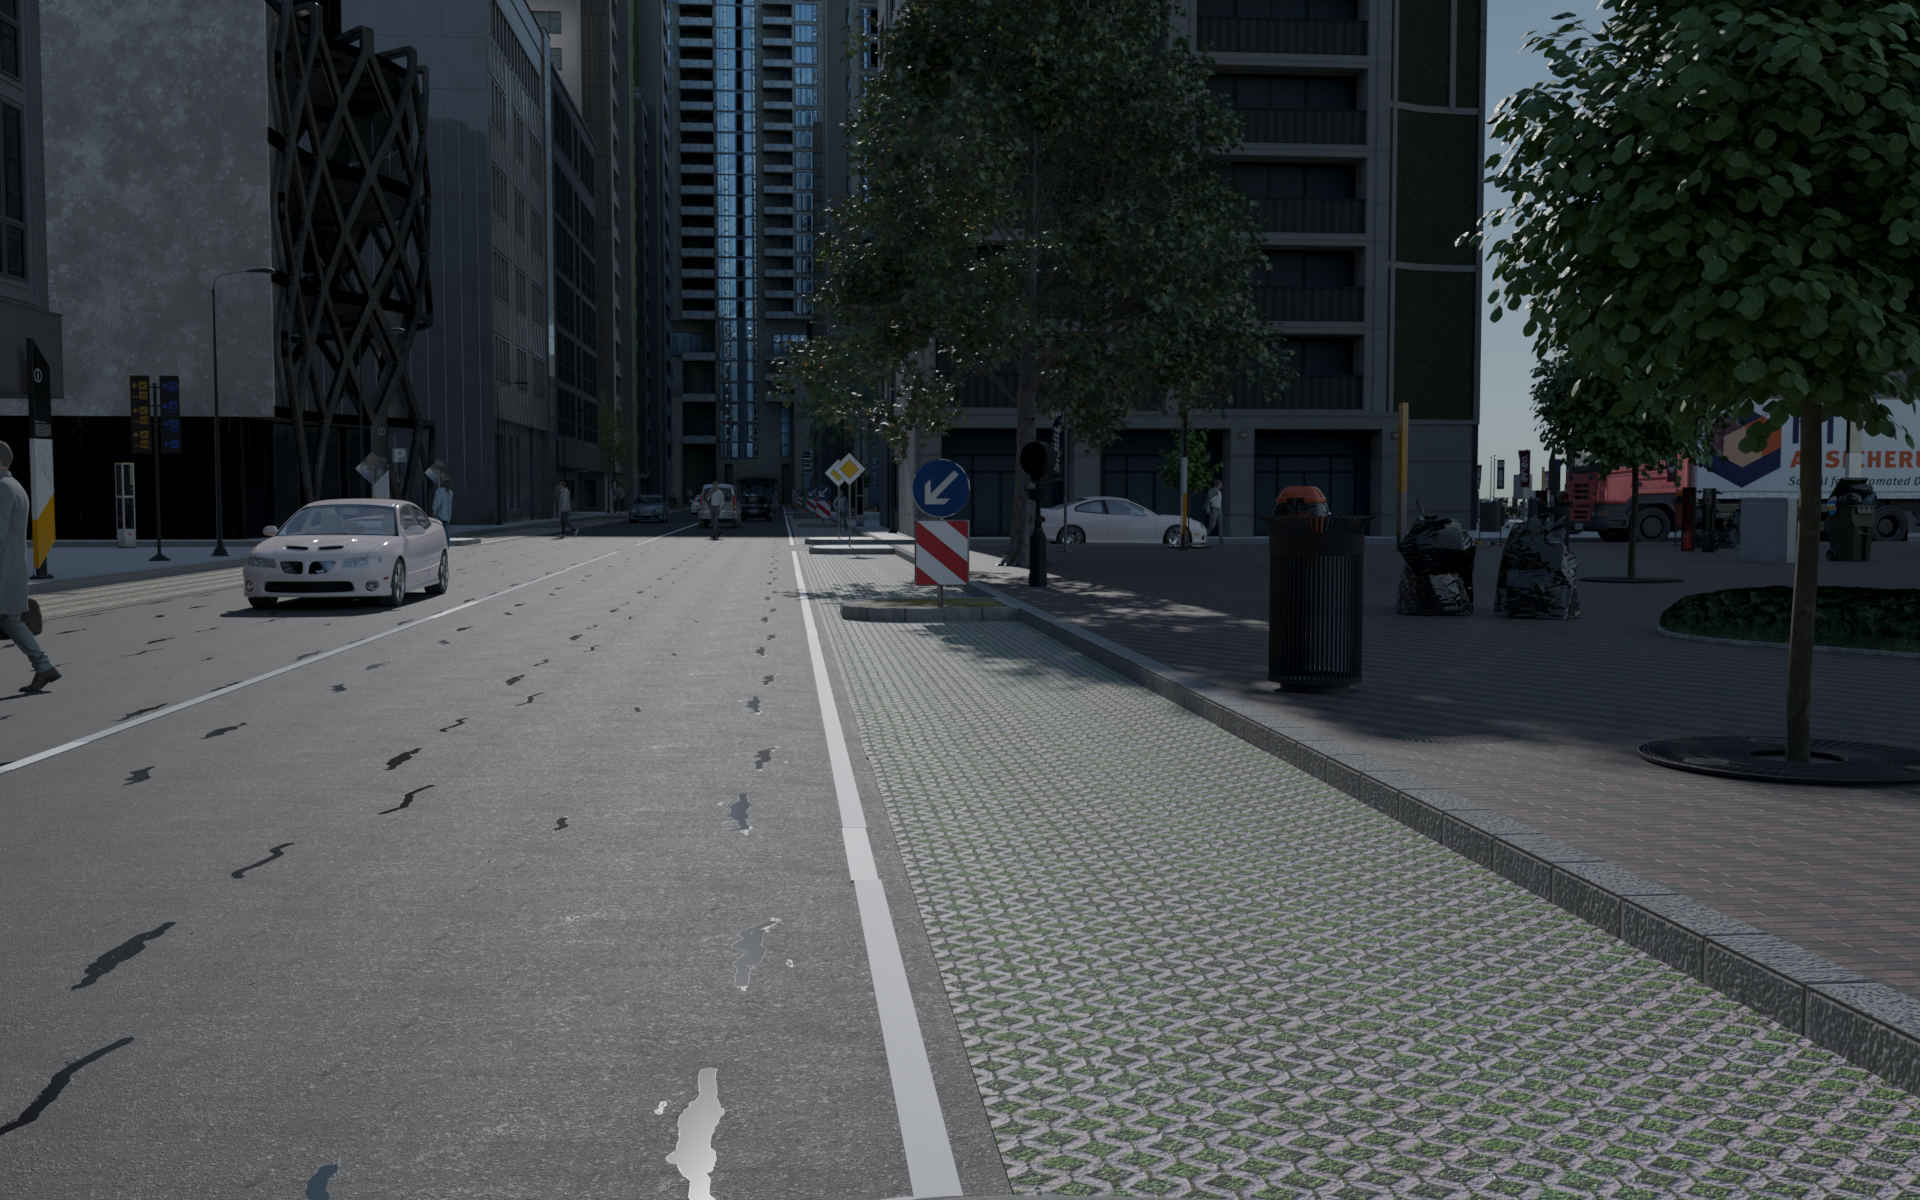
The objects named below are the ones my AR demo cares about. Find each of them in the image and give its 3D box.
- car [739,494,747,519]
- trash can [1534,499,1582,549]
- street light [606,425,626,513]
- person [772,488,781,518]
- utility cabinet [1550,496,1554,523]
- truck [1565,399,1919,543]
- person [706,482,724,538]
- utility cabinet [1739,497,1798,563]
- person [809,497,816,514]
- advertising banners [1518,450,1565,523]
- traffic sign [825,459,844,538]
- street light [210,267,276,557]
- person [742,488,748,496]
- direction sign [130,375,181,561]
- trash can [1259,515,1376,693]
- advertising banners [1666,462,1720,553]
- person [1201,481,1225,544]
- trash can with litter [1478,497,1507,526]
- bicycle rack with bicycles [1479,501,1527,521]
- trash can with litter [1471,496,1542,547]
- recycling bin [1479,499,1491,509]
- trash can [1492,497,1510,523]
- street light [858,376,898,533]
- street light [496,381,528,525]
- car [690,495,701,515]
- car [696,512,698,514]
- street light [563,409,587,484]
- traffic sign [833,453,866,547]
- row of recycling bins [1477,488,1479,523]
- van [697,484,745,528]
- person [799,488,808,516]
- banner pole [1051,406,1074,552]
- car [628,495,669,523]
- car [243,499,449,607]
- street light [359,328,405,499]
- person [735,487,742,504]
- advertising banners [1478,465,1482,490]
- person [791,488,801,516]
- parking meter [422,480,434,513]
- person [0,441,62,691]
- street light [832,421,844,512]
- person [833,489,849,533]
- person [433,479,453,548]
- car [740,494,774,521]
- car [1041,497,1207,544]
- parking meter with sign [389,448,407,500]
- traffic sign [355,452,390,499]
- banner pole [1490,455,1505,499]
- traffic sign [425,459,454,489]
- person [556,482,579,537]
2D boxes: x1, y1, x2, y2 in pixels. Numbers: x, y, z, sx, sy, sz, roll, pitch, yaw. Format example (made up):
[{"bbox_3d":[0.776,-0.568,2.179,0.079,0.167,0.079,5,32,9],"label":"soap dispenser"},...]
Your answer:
[{"bbox_3d":[-13.062,-5.472,99.252,2.009,1.686,4.222,0,4,-7],"label":"car"},{"bbox_3d":[11.908,-1.413,34.758,0.748,1.137,0.748,0,3,0],"label":"trash can"},{"bbox_3d":[-23.213,-8.835,116.987,1.470,5.913,1.316,0,4,-6],"label":"street light"},{"bbox_3d":[-10.840,-5.739,102.423,0.778,1.811,0.616,2,4,35],"label":"person"},{"bbox_3d":[24.084,-3.544,69.114,0.306,1.237,1.020,-3,5,-40],"label":"utility cabinet"},{"bbox_3d":[22.161,-3.640,48.426,11.283,4.237,2.839,0,4,-4],"label":"truck"},{"bbox_3d":[-8.003,-2.933,56.556,0.679,1.850,0.850,2,4,23],"label":"person"},{"bbox_3d":[15.327,-1.326,32.843,0.306,1.237,1.020,-2,4,-28],"label":"utility cabinet"},{"bbox_3d":[-10.741,-7.091,125.902,0.593,1.643,0.415,-1,4,-13],"label":"person"},{"bbox_3d":[22.908,-4.400,68.122,2.074,3.025,0.090,3,5,43],"label":"advertising banners"},{"bbox_3d":[-3.509,-2.837,50.028,0.795,2.450,0.064,0,4,-6],"label":"traffic sign"},{"bbox_3d":[-14.723,-3.857,35.602,1.470,5.913,1.316,0,4,-6],"label":"street light"},{"bbox_3d":[-13.151,-5.920,105.481,0.721,1.800,0.419,2,4,33],"label":"person"},{"bbox_3d":[-15.381,-2.518,33.173,0.876,3.537,0.379,-1,4,-9],"label":"direction sign"},{"bbox_3d":[2.327,0.020,11.327,0.748,1.137,0.748,0,3,0],"label":"trash can"},{"bbox_3d":[16.352,-2.605,38.783,0.090,3.025,2.074,-1,4,-10],"label":"advertising banners"},{"bbox_3d":[6.973,-2.379,47.502,0.850,1.850,0.679,2,4,32],"label":"person"},{"bbox_3d":[21.149,-3.510,68.779,1.055,1.170,0.624,2,4,34],"label":"trash can with litter"},{"bbox_3d":[26.850,-4.314,83.914,2.852,0.926,2.925,-1,4,-14],"label":"bicycle rack with bicycles"},{"bbox_3d":[13.433,-1.929,42.595,2.233,1.210,1.678,2,4,25],"label":"trash can with litter"},{"bbox_3d":[28.335,-4.991,94.160,0.722,1.027,0.722,-3,4,-36],"label":"recycling bin"},{"bbox_3d":[23.851,-3.959,76.391,0.748,1.137,0.748,0,3,0],"label":"trash can"},{"bbox_3d":[-2.728,-5.132,56.450,1.470,5.913,1.316,0,4,-6],"label":"street light"},{"bbox_3d":[-18.465,-6.042,71.331,1.470,5.913,1.316,0,4,-6],"label":"street light"},{"bbox_3d":[-17.923,-6.691,121.764,2.083,1.381,4.827,0,4,-8],"label":"car"},{"bbox_3d":[-18.701,-7.089,128.481,1.945,1.354,3.894,0,4,-5],"label":"car"},{"bbox_3d":[-20.970,-7.442,94.213,1.470,5.913,1.316,0,4,-6],"label":"street light"},{"bbox_3d":[-2.688,-2.351,42.085,0.795,2.450,0.064,0,4,-6],"label":"traffic sign"},{"bbox_3d":[21.826,-4.335,77.986,1.069,1.692,3.534,-3,4,-36],"label":"row of recycling bins"},{"bbox_3d":[-10.230,-4.091,73.893,2.013,2.044,4.112,0,4,-5],"label":"van"},{"bbox_3d":[-9.956,-6.253,110.986,0.529,1.795,0.600,-3,4,-36],"label":"person"},{"bbox_3d":[2.228,-2.963,38.467,0.401,3.779,0.863,-2,4,-27],"label":"banner pole"},{"bbox_3d":[-15.615,-4.588,87.010,2.014,1.417,4.499,0,4,-6],"label":"car"},{"bbox_3d":[-8.204,-0.681,23.497,2.083,1.381,4.827,0,4,-5],"label":"car"},{"bbox_3d":[-16.221,-4.649,48.556,1.470,5.913,1.316,0,4,-6],"label":"street light"},{"bbox_3d":[-11.457,-4.901,88.808,0.661,1.801,0.590,1,4,22],"label":"person"},{"bbox_3d":[30.517,-6.570,103.613,0.090,3.025,2.074,-1,4,-23],"label":"advertising banners"},{"bbox_3d":[-10.844,-6.412,113.462,0.853,1.813,0.709,-3,5,-41],"label":"person"},{"bbox_3d":[-21.456,-3.923,69.856,0.399,1.863,0.255,0,4,-2],"label":"parking meter"},{"bbox_3d":[-6.910,-0.233,12.416,0.767,1.812,0.694,-1,4,-18],"label":"person"},{"bbox_3d":[-5.059,-6.524,79.215,1.470,5.913,1.316,0,4,-6],"label":"street light"},{"bbox_3d":[-4.382,-3.270,63.778,0.589,1.601,0.330,0,4,-7],"label":"person"},{"bbox_3d":[-12.108,-1.947,40.603,0.793,1.790,0.793,-1,4,-10],"label":"person"},{"bbox_3d":[-10.929,-5.040,92.192,2.009,1.686,4.222,0,4,-4],"label":"car"},{"bbox_3d":[4.075,-2.023,45.439,4.827,1.381,2.083,0,4,-6],"label":"car"},{"bbox_3d":[-21.686,-4.298,66.527,0.543,3.016,1.738,-2,4,-30],"label":"parking meter with sign"},{"bbox_3d":[-13.875,-2.282,40.953,0.795,2.450,0.064,0,4,-6],"label":"traffic sign"},{"bbox_3d":[34.337,-7.373,110.565,0.863,3.779,0.401,1,4,13],"label":"banner pole"},{"bbox_3d":[-14.696,-2.768,48.896,0.795,2.450,0.064,0,4,-6],"label":"traffic sign"},{"bbox_3d":[-13.032,-3.004,57.468,0.795,1.843,0.661,0,4,-3],"label":"person"}]
